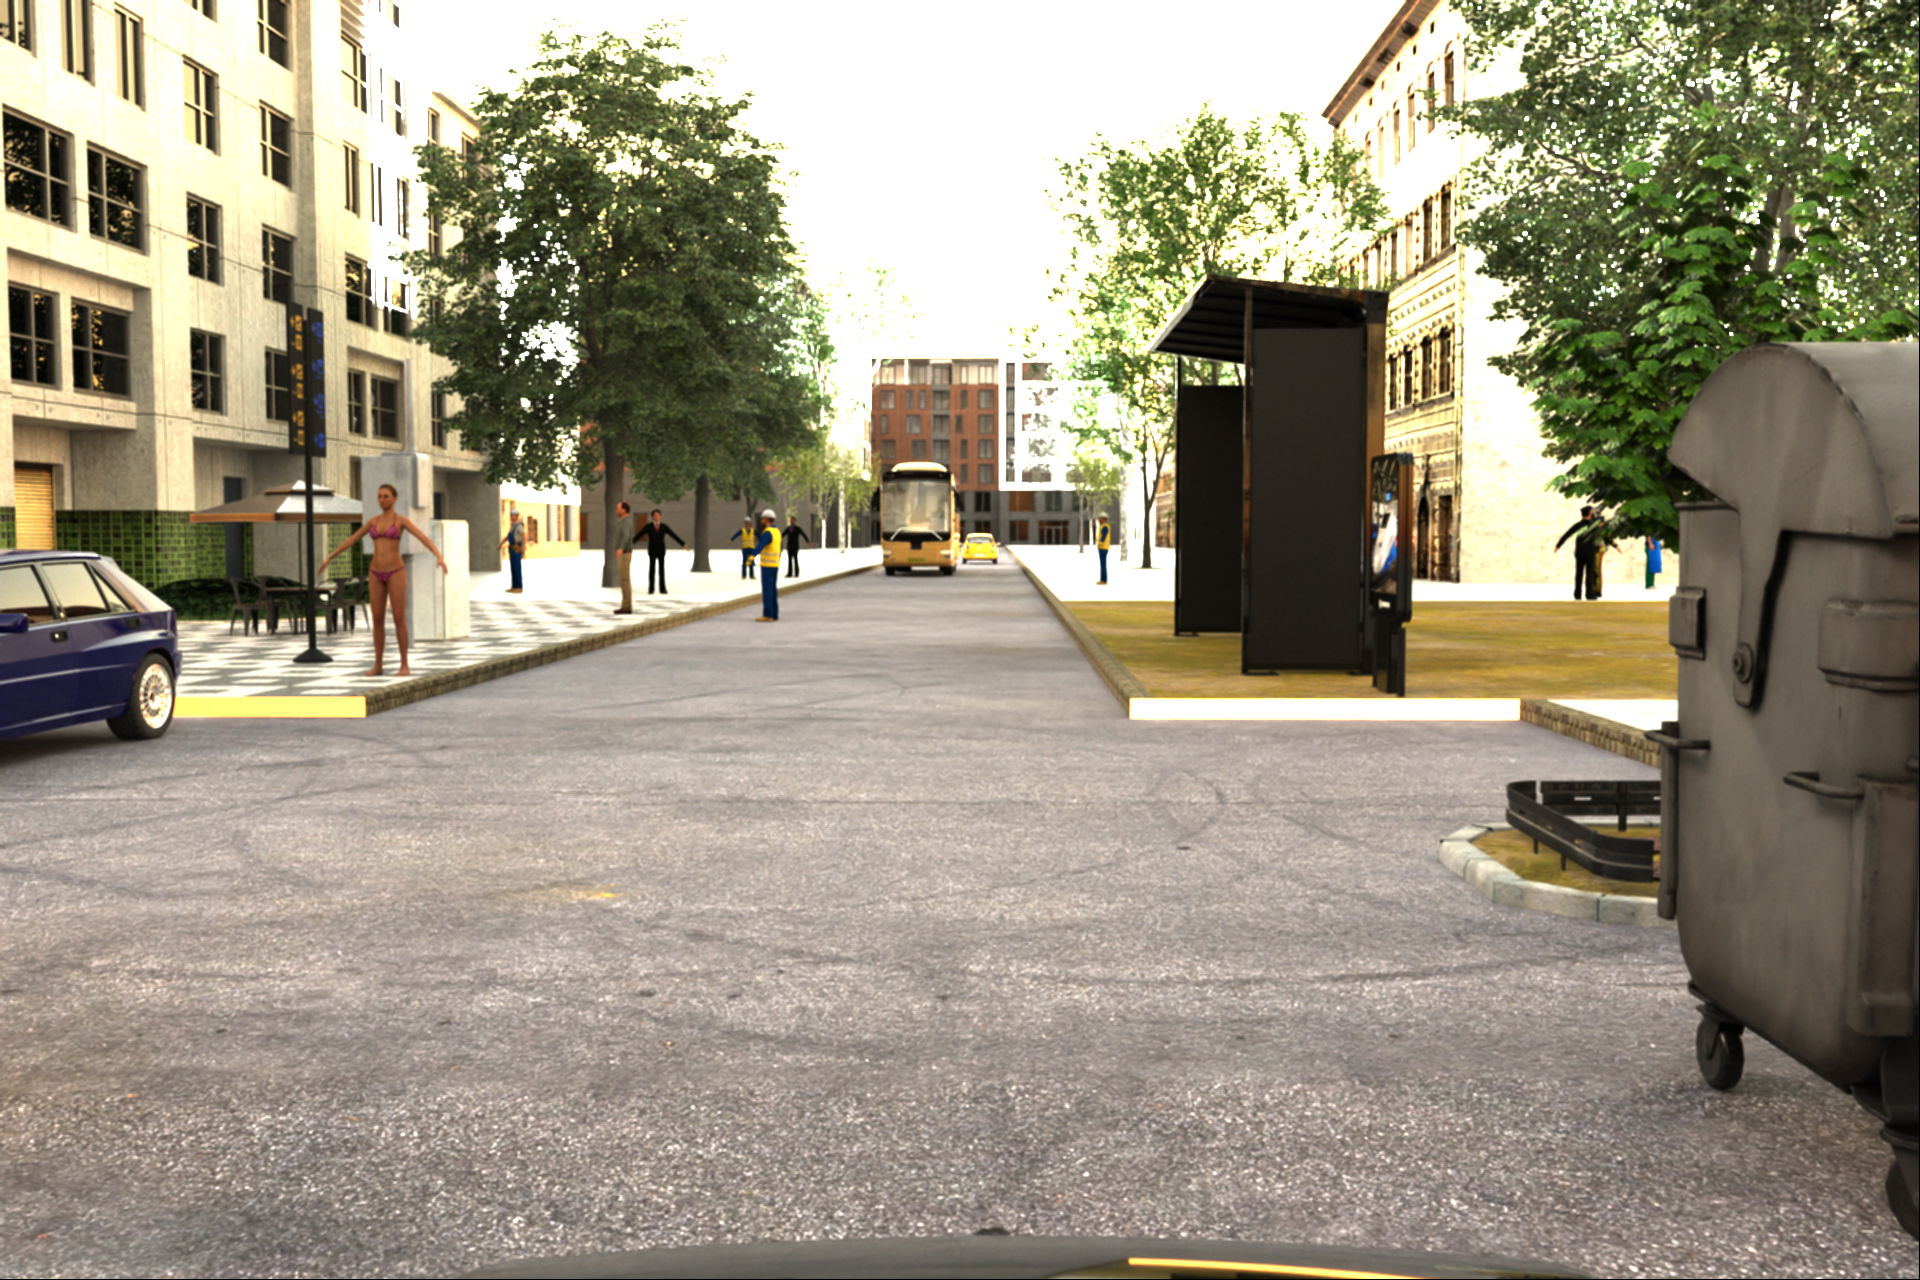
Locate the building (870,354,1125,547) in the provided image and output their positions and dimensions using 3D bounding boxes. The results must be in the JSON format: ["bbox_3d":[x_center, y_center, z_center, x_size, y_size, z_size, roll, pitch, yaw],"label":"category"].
[{"bbox_3d":[2.870,-22.184,209.138,32.646,21.610,27.936,0,4,2],"label":"building"}]

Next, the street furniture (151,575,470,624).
[{"bbox_3d":[-11.349,-0.870,29.846,5.734,0.657,10.072,-1,4,-18],"label":"street furniture"}]

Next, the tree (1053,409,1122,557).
[{"bbox_3d":[7.511,-9.010,97.678,4.360,8.622,3.978,0,3,0],"label":"tree"}]

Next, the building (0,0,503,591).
[{"bbox_3d":[-24.558,-10.858,43.986,16.747,18.905,31.486,0,4,1],"label":"building"}]

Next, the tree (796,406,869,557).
[{"bbox_3d":[-7.840,-8.965,96.944,4.360,8.622,3.978,0,3,0],"label":"tree"}]

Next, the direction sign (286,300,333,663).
[{"bbox_3d":[-6.508,-1.548,17.311,0.379,3.537,0.876,0,4,1],"label":"direction sign"}]

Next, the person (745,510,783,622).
[{"bbox_3d":[-3.166,-1.226,28.469,0.705,1.833,1.349,1,4,16],"label":"person"}]

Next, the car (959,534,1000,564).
[{"bbox_3d":[0.961,-4.535,84.379,2.015,1.641,3.980,0,4,0],"label":"car"}]

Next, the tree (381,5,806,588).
[{"bbox_3d":[-8.452,-8.247,41.492,9.857,13.997,8.962,0,3,0],"label":"tree"}]

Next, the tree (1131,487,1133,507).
[{"bbox_3d":[22.502,-15.692,206.921,4.737,8.622,4.395,0,3,0],"label":"tree"}]

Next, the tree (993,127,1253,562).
[{"bbox_3d":[7.890,-13.676,79.494,12.611,20.169,13.585,0,3,0],"label":"tree"}]

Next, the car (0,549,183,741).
[{"bbox_3d":[-6.512,0.106,10.846,1.945,1.354,3.894,0,4,2],"label":"car"}]

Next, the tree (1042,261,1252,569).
[{"bbox_3d":[7.100,-8.460,64.078,9.928,11.665,9.643,0,3,0],"label":"tree"}]

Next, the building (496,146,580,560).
[{"bbox_3d":[-26.892,-14.037,85.930,16.016,20.090,11.380,0,4,1],"label":"building"}]

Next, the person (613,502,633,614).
[{"bbox_3d":[-5.422,-1.320,27.846,0.705,1.796,1.348,-1,4,-12],"label":"person"}]

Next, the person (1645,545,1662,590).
[{"bbox_3d":[15.958,-2.063,39.863,0.704,1.817,1.347,2,4,30],"label":"person"}]

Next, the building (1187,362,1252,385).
[{"bbox_3d":[24.253,-17.723,146.184,16.016,20.090,11.380,0,4,1],"label":"building"}]

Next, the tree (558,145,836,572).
[{"bbox_3d":[-8.758,-9.275,58.302,9.857,13.997,8.962,0,3,0],"label":"tree"}]

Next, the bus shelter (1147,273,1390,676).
[{"bbox_3d":[3.144,-1.679,18.742,1.731,3.624,6.357,0,4,1],"label":"bus shelter"}]

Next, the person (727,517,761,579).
[{"bbox_3d":[-6.057,-2.636,49.562,1.216,1.772,0.721,-1,4,-18],"label":"person"}]

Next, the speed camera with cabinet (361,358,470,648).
[{"bbox_3d":[-6.373,-1.589,20.316,0.660,3.252,2.038,0,4,2],"label":"speed camera with cabinet"}]

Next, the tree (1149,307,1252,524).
[{"bbox_3d":[7.472,-6.284,53.108,4.737,8.622,4.395,0,3,0],"label":"tree"}]

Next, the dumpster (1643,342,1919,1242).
[{"bbox_3d":[2.666,0.262,3.930,1.865,1.857,1.264,0,4,1],"label":"dumpster"}]

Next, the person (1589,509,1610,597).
[{"bbox_3d":[12.939,-1.806,35.296,0.705,1.858,1.354,1,4,11],"label":"person"}]

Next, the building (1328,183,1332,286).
[{"bbox_3d":[24.366,-14.269,89.725,16.016,20.090,11.380,0,4,1],"label":"building"}]

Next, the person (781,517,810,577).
[{"bbox_3d":[-4.982,-2.766,51.453,1.346,1.802,0.704,2,4,28],"label":"person"}]

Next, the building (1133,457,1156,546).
[{"bbox_3d":[24.142,-15.000,187.395,9.099,9.664,28.070,0,4,2],"label":"building"}]

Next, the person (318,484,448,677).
[{"bbox_3d":[-5.193,-0.540,15.629,1.217,1.733,0.721,0,4,7],"label":"person"}]

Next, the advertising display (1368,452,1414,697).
[{"bbox_3d":[3.485,-0.540,14.035,0.123,1.923,0.974,0,4,0],"label":"advertising display"}]

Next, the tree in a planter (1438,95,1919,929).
[{"bbox_3d":[3.083,-0.604,7.097,1.991,3.239,1.994,0,4,2],"label":"tree in a planter"}]

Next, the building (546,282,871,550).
[{"bbox_3d":[-22.836,-19.100,156.262,27.936,21.610,32.646,0,4,0],"label":"building"}]

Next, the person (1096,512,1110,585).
[{"bbox_3d":[3.602,-2.325,43.986,0.705,1.833,1.349,0,4,4],"label":"person"}]

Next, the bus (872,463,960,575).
[{"bbox_3d":[-1.369,-4.399,63.473,2.896,3.916,12.252,0,4,1],"label":"bus"}]

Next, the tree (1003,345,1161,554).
[{"bbox_3d":[7.938,-12.298,111.441,12.009,13.543,11.850,0,3,0],"label":"tree"}]

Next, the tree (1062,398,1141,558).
[{"bbox_3d":[7.554,-8.659,91.939,4.737,8.622,4.395,0,3,0],"label":"tree"}]

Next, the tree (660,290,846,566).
[{"bbox_3d":[-8.351,-8.781,69.325,9.928,11.665,9.643,0,3,0],"label":"tree"}]

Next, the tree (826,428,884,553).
[{"bbox_3d":[-7.421,-10.360,119.746,4.737,8.622,4.395,0,3,0],"label":"tree"}]

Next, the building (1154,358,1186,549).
[{"bbox_3d":[28.192,-20.165,160.626,19.493,23.208,18.063,0,4,2],"label":"building"}]

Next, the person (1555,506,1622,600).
[{"bbox_3d":[12.200,-1.702,33.760,1.347,1.837,0.705,3,5,44],"label":"person"}]

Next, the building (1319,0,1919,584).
[{"bbox_3d":[22.375,-13.585,53.052,19.493,23.208,18.063,0,4,2],"label":"building"}]

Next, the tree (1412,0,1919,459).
[{"bbox_3d":[12.210,-7.328,26.464,9.857,13.997,8.962,0,3,0],"label":"tree"}]

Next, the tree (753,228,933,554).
[{"bbox_3d":[-8.799,-15.479,108.965,12.611,20.169,13.585,0,3,0],"label":"tree"}]

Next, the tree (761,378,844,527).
[{"bbox_3d":[-7.499,-7.847,78.654,4.737,8.622,4.395,0,3,0],"label":"tree"}]

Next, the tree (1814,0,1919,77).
[{"bbox_3d":[9.668,-4.681,10.943,7.601,10.594,8.767,-2,4,-34],"label":"tree"}]

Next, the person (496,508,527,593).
[{"bbox_3d":[-9.787,-1.968,38.037,0.705,1.847,1.347,-3,5,-39],"label":"person"}]

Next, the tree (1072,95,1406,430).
[{"bbox_3d":[6.442,-7.004,40.266,9.928,11.665,9.643,0,3,0],"label":"tree"}]

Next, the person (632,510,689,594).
[{"bbox_3d":[-6.493,-1.892,37.117,1.347,1.806,0.705,-1,4,-20],"label":"person"}]
